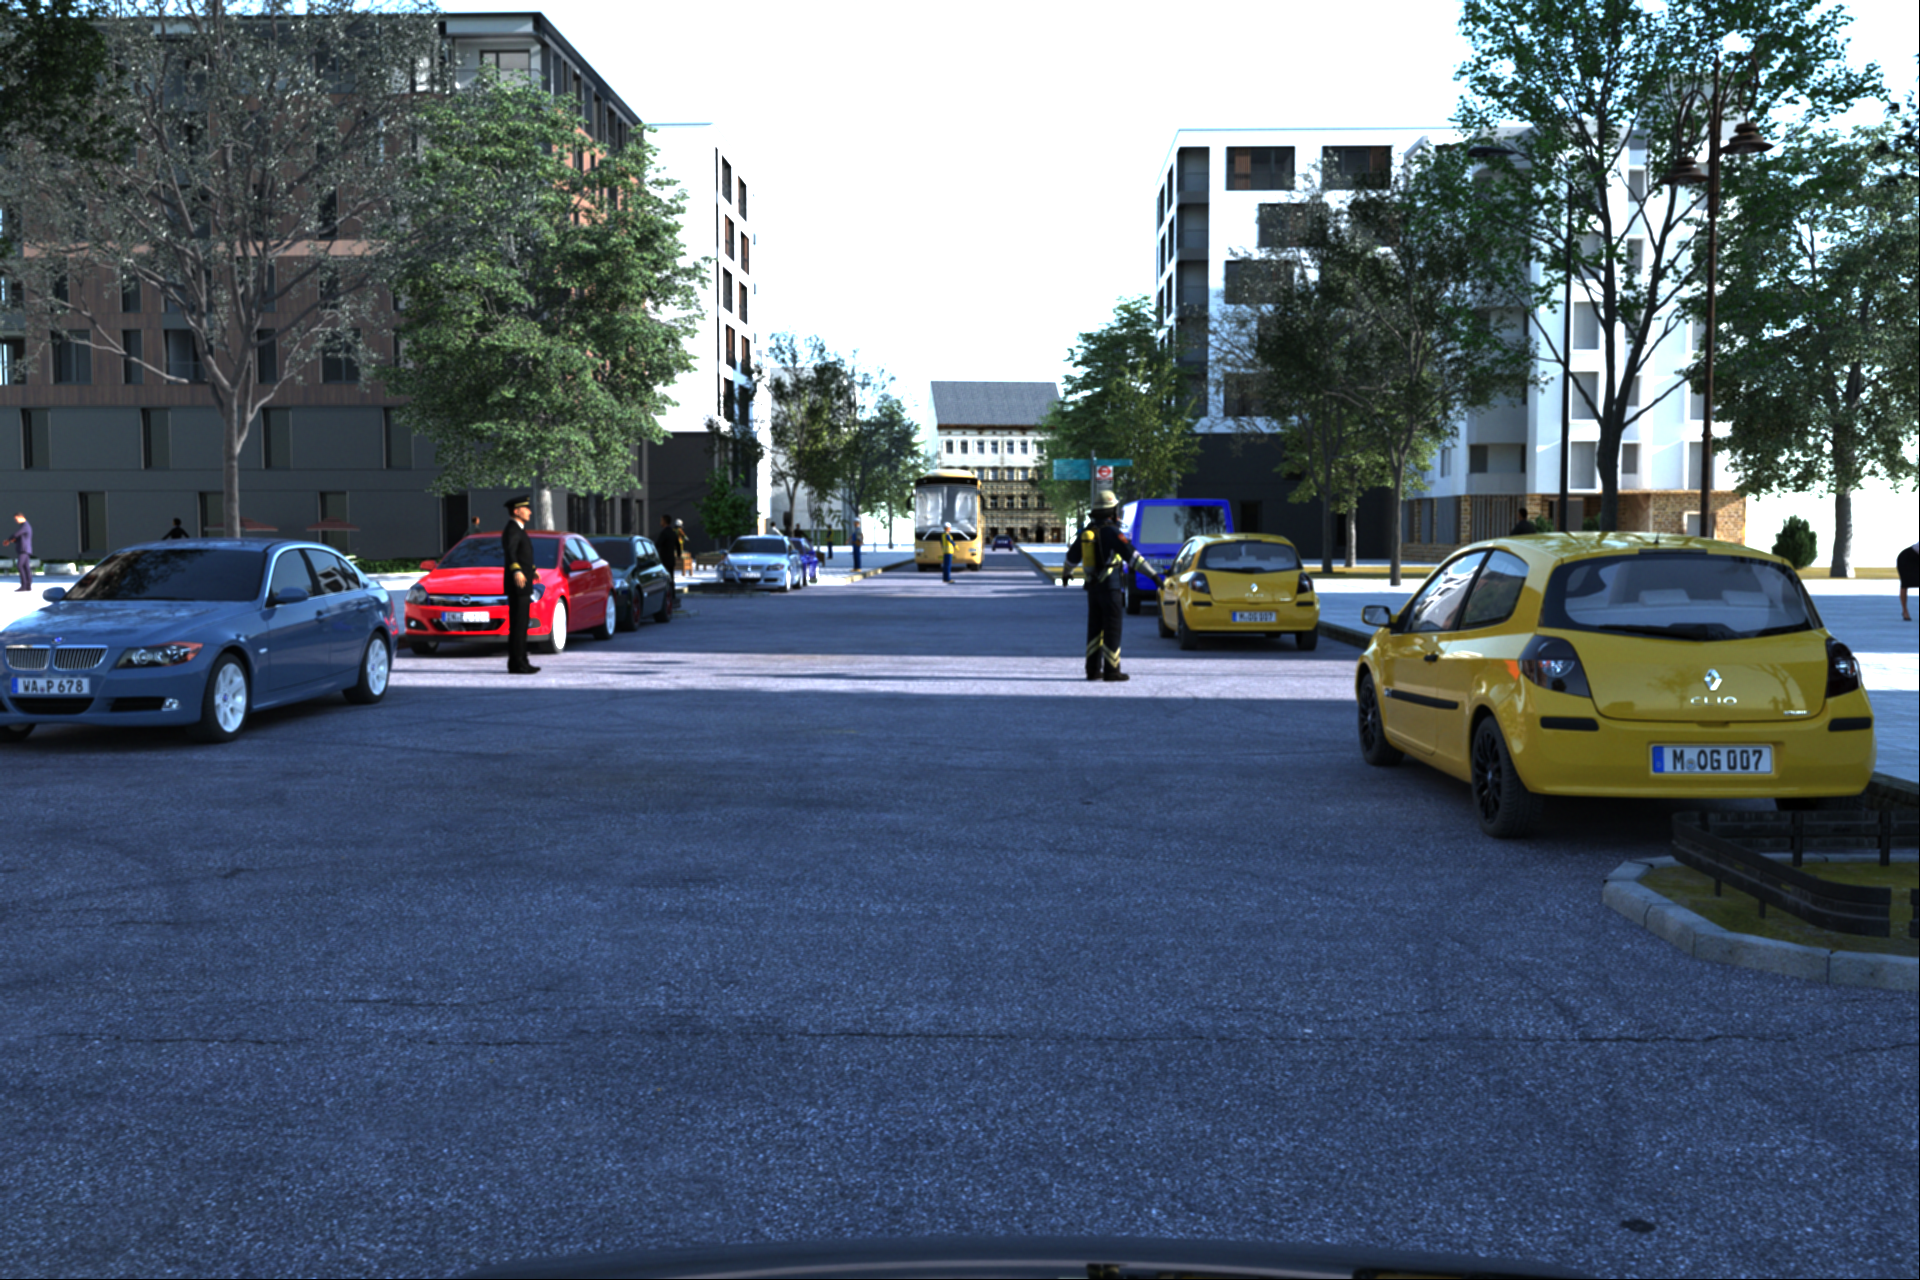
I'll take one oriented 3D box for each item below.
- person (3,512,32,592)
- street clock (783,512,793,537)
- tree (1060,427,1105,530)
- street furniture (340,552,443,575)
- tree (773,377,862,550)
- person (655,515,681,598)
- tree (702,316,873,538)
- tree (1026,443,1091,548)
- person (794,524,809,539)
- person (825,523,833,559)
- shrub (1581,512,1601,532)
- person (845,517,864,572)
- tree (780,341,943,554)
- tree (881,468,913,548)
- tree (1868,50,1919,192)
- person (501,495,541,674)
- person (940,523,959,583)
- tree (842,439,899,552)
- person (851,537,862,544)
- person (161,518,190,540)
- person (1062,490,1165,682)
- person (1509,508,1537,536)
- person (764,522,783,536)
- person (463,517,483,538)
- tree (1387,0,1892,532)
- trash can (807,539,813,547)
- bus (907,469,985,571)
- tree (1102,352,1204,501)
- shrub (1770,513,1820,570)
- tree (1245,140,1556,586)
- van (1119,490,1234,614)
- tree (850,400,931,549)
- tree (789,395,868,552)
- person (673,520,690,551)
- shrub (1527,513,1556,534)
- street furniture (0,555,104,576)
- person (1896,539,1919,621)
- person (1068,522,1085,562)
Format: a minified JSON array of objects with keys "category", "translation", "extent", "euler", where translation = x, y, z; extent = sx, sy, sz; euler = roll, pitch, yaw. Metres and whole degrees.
[{"category":"person","translation":[-20.986,-1.963,38.584],"extent":[0.568,1.767,0.683],"euler":[-2,4,-26]},{"category":"street clock","translation":[-5.558,-3.138,55.884],"extent":[0.358,2.002,0.471],"euler":[0,4,2]},{"category":"tree","translation":[8.975,-10.319,119.074],"extent":[4.737,8.622,4.395],"euler":[0,3,0]},{"category":"street furniture","translation":[-18.116,-2.624,58.526],"extent":[5.734,0.657,10.072],"euler":[-2,4,-32]},{"category":"tree","translation":[-6.752,-8.034,81.723],"extent":[4.737,8.622,4.395],"euler":[0,3,0]},{"category":"person","translation":[-5.686,-1.515,33.459],"extent":[0.704,1.802,1.346],"euler":[1,4,20]},{"category":"tree","translation":[-7.512,-8.613,75.233],"extent":[8.767,10.594,7.601],"euler":[1,4,15]},{"category":"tree","translation":[9.597,-13.454,154.385],"extent":[8.767,10.594,7.601],"euler":[1,4,22]},{"category":"person","translation":[-8.161,-4.975,87.482],"extent":[1.346,1.812,0.704],"euler":[-3,4,-36]},{"category":"person","translation":[-6.725,-5.088,89.151],"extent":[0.705,1.833,1.349],"euler":[0,4,7]},{"category":"shrub","translation":[22.654,-3.518,61.567],"extent":[1.661,2.075,1.752],"euler":[0,3,0]},{"category":"person","translation":[-3.549,-3.257,59.105],"extent":[0.705,1.847,1.347],"euler":[-2,4,-30]},{"category":"tree","translation":[-6.680,-12.297,111.428],"extent":[12.009,13.543,11.850],"euler":[0,3,0]},{"category":"tree","translation":[-5.452,-12.460,154.089],"extent":[4.360,8.622,3.978],"euler":[0,3,0]},{"category":"tree","translation":[9.429,-4.662,10.641],"extent":[8.767,10.594,7.601],"euler":[-1,4,-14]},{"category":"person","translation":[-4.519,-0.579,17.857],"extent":[0.705,1.837,1.347],"euler":[0,4,-7]},{"category":"person","translation":[-0.301,-2.590,51.264],"extent":[0.721,1.772,1.216],"euler":[-1,4,-22]},{"category":"tree","translation":[-6.243,-10.635,124.239],"extent":[4.737,8.622,4.395],"euler":[0,3,0]},{"category":"person","translation":[-5.212,-4.816,88.002],"extent":[0.599,1.433,0.991],"euler":[-3,4,-38]},{"category":"person","translation":[-22.754,-2.659,50.193],"extent":[0.721,1.740,1.216],"euler":[1,4,22]},{"category":"person","translation":[1.435,-0.533,16.952],"extent":[0.705,1.856,1.354],"euler":[-3,5,-41]},{"category":"person","translation":[11.633,-1.826,35.918],"extent":[1.348,1.821,0.705],"euler":[-2,4,-34]},{"category":"person","translation":[-8.030,-4.184,74.589],"extent":[1.347,1.806,0.705],"euler":[1,4,22]},{"category":"person","translation":[-14.384,-2.766,51.497],"extent":[1.348,1.796,0.705],"euler":[2,4,32]},{"category":"tree","translation":[10.405,-6.216,27.385],"extent":[9.928,11.665,9.643],"euler":[0,3,0]},{"category":"trash can","translation":[-4.931,-2.592,54.031],"extent":[0.748,1.137,0.748],"euler":[0,3,0]},{"category":"bus","translation":[-0.344,-4.774,69.594],"extent":[2.896,3.916,12.252],"euler":[0,4,2]},{"category":"tree","translation":[7.684,-7.379,71.010],"extent":[4.737,8.622,4.395],"euler":[0,3,0]},{"category":"shrub","translation":[29.784,-3.531,61.781],"extent":[1.661,2.075,1.752],"euler":[0,3,0]},{"category":"tree","translation":[10.471,-6.590,42.155],"extent":[7.601,10.594,8.767],"euler":[-3,5,-44]},{"category":"van","translation":[3.930,-1.720,32.501],"extent":[2.240,2.365,5.245],"euler":[0,4,1]},{"category":"tree","translation":[-6.017,-13.928,145.857],"extent":[7.486,12.596,7.792],"euler":[0,3,0]},{"category":"tree","translation":[-7.059,-8.398,87.676],"extent":[4.737,8.622,4.395],"euler":[0,3,0]},{"category":"person","translation":[-11.147,-3.852,68.747],"extent":[0.705,1.858,1.354],"euler":[-3,5,-41]},{"category":"shrub","translation":[21.917,-3.771,65.702],"extent":[1.661,2.075,1.752],"euler":[0,3,0]},{"category":"street furniture","translation":[-28.748,-2.521,56.838],"extent":[5.734,0.657,10.072],"euler":[3,4,35]},{"category":"person","translation":[14.211,-0.994,25.483],"extent":[0.799,1.438,0.628],"euler":[3,4,36]},{"category":"person","translation":[5.599,-4.476,79.303],"extent":[1.347,1.817,0.704],"euler":[-1,4,-15]}]
